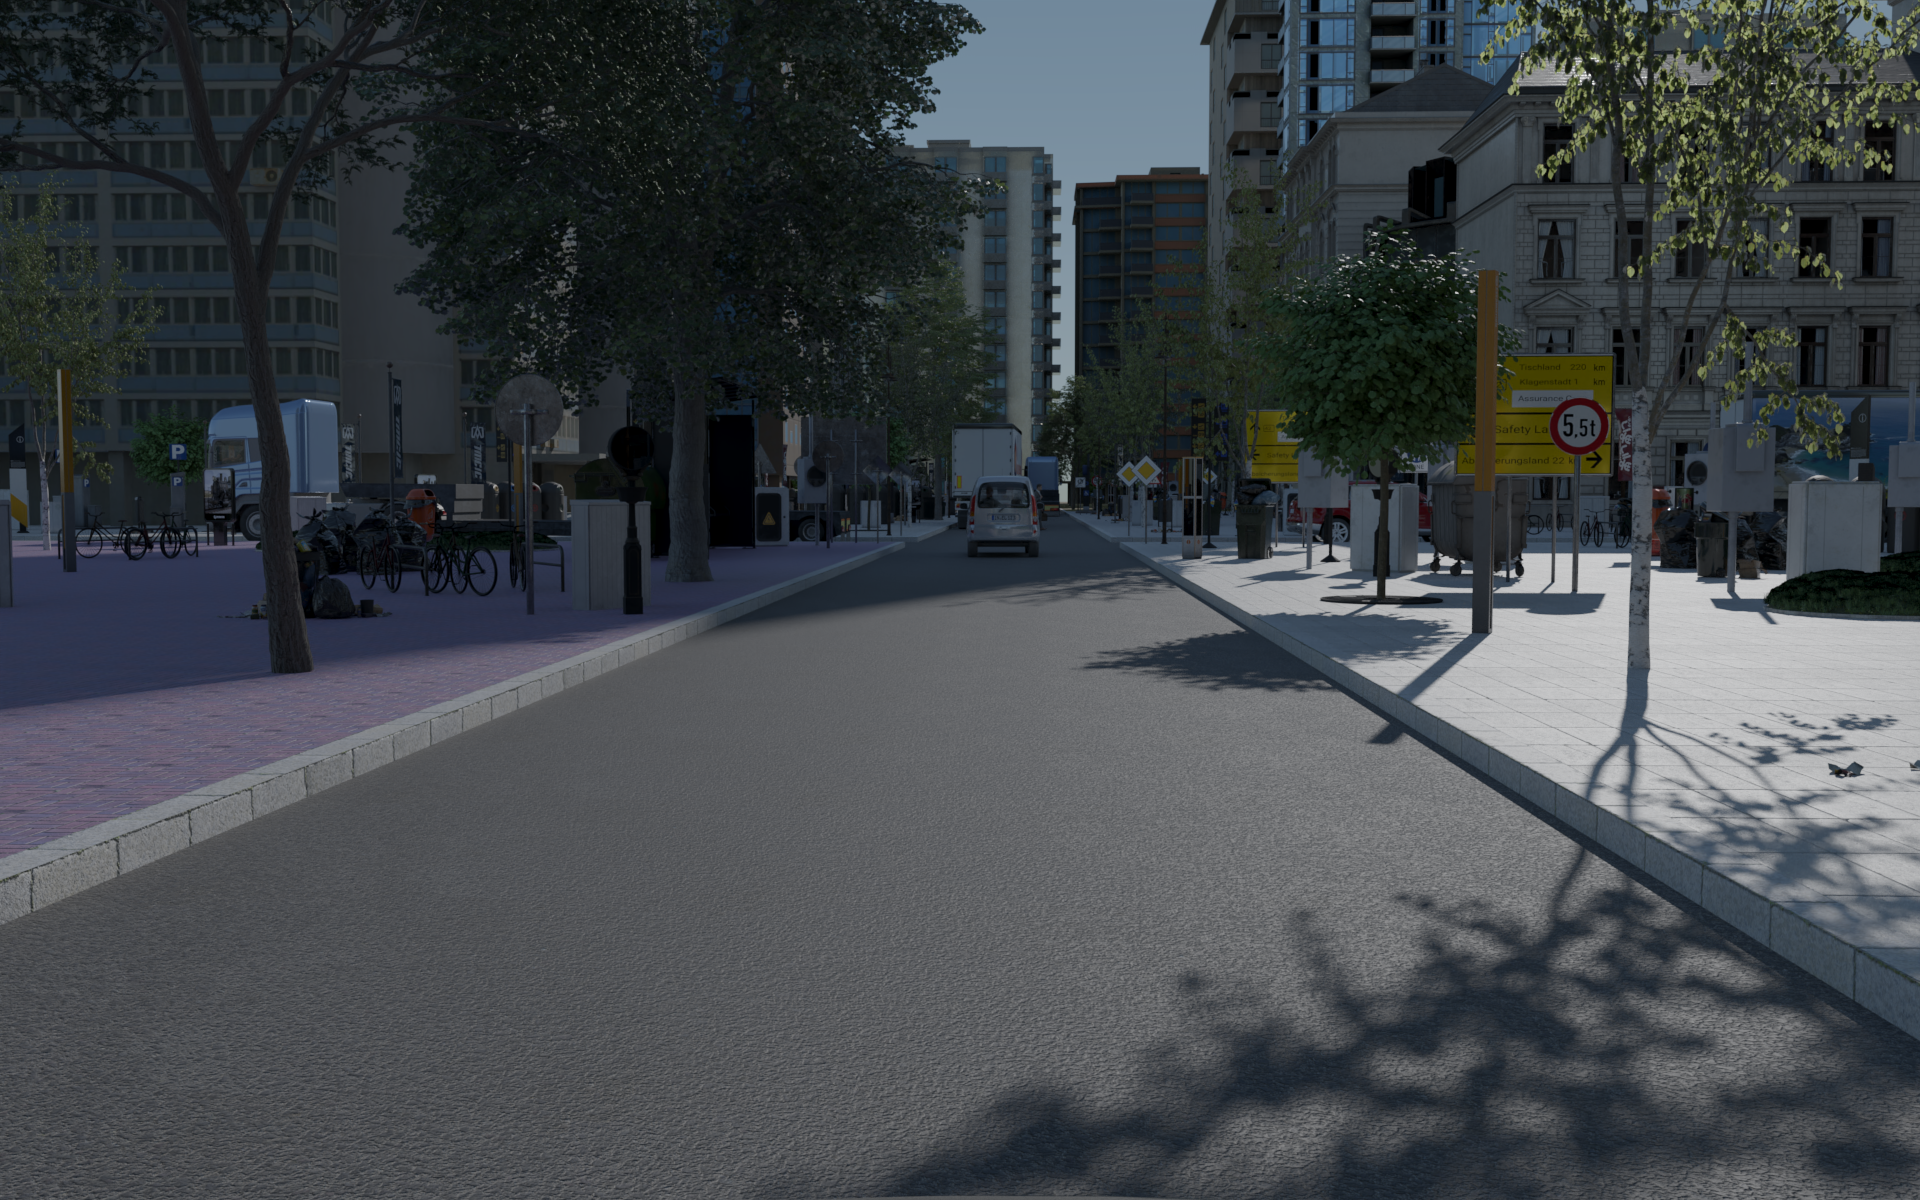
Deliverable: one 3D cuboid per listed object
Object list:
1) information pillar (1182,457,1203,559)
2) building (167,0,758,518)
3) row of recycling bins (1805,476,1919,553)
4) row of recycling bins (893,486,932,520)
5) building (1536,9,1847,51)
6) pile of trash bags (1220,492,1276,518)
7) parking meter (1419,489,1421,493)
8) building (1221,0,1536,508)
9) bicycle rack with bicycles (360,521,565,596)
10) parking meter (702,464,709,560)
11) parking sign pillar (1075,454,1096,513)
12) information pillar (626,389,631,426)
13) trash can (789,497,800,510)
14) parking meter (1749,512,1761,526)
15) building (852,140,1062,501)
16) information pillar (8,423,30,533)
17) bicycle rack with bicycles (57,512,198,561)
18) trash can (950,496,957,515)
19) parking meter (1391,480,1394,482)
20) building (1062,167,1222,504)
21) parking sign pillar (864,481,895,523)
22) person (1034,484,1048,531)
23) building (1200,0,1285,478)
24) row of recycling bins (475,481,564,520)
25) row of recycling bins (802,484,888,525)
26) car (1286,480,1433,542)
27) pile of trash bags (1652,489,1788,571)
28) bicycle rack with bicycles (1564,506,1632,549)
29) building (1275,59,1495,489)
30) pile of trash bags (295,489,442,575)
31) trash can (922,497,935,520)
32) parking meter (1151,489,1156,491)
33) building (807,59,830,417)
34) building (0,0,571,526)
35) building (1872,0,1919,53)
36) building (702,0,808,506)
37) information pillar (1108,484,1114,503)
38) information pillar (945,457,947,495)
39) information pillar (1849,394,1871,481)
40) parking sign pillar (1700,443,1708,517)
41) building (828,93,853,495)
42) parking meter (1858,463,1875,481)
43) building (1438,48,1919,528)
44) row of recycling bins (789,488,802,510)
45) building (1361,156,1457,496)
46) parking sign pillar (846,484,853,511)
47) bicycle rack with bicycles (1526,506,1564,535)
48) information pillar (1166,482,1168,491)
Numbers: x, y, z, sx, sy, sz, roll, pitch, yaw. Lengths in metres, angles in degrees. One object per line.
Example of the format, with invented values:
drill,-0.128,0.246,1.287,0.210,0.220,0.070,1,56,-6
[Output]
information pillar,4.598,-1.821,34.257,0.304,2.012,0.304,3,4,37
building,-30.184,-25.841,114.383,32.217,40.220,23.993,0,4,2
row of recycling bins,20.206,-1.880,37.846,3.534,1.692,1.069,3,5,43
row of recycling bins,-3.075,-4.943,87.923,3.534,1.692,1.069,1,4,19
building,71.112,-33.946,174.622,30.456,49.044,23.786,0,4,2
pile of trash bags,15.378,-5.070,92.654,3.447,1.369,1.912,1,4,19
parking meter,19.738,-4.064,74.857,0.372,1.533,0.369,0,3,0
building,35.018,-50.849,144.056,22.319,86.520,31.000,0,4,2
bicycle rack with bicycles,-6.453,-0.575,22.787,2.852,0.926,2.925,-2,4,-30
parking meter,-5.126,-1.720,33.829,0.399,1.863,0.255,2,4,29
parking sign pillar,8.419,-7.761,115.368,1.447,3.967,1.447,0,4,4
information pillar,-7.364,-2.886,38.547,0.183,3.616,0.504,-1,4,-10
trash can,-8.543,-4.634,87.425,0.748,1.137,0.748,0,3,0
parking meter,19.030,-2.012,41.300,0.372,1.533,0.369,0,3,0
building,-1.518,-37.747,236.773,30.456,49.044,23.786,0,4,2
information pillar,-30.839,-3.998,56.729,0.504,3.616,0.183,-3,5,-41
bicycle rack with bicycles,-16.459,-1.308,34.768,2.852,0.926,2.925,1,4,20
trash can,-0.492,-5.681,104.542,0.748,1.137,0.748,0,3,0
parking meter,15.135,-3.395,61.220,0.399,1.863,0.255,2,4,34
building,28.097,-35.480,234.714,28.867,44.769,22.147,0,4,2
parking sign pillar,-3.591,-5.346,75.873,1.447,3.967,1.447,1,4,14
person,3.022,-3.640,67.986,0.822,1.834,0.622,0,4,5
building,39.666,-35.772,174.111,28.713,52.752,27.495,0,4,2
row of recycling bins,-14.709,-3.086,57.573,1.069,1.692,3.534,3,4,37
row of recycling bins,-4.758,-4.043,73.213,3.534,1.692,1.069,0,4,2
car,11.660,-2.380,47.590,5.304,1.827,2.281,0,4,0
pile of trash bags,13.017,-1.262,30.382,1.912,1.369,3.447,-1,4,-13
bicycle rack with bicycles,16.272,-1.710,41.335,2.852,0.926,2.925,0,4,8
building,29.175,-20.003,114.442,14.401,28.519,23.554,0,4,2
pile of trash bags,-9.677,-1.172,28.908,1.912,1.369,3.447,1,4,10
trash can,-1.524,-4.555,86.120,0.748,1.137,0.748,0,3,0
parking meter,12.901,-6.706,115.360,0.399,1.863,0.255,0,4,-5
building,-19.037,-28.504,149.636,14.154,41.232,14.086,0,4,2
building,-31.181,-23.659,78.699,32.217,40.220,23.993,0,4,2
building,52.109,-17.317,70.518,23.554,28.519,14.401,0,4,2
building,-19.769,-29.682,135.413,14.600,45.320,14.200,0,4,2
information pillar,10.929,-7.390,125.314,0.304,2.012,0.304,-2,4,-35
information pillar,-0.900,-7.236,109.662,0.183,3.616,0.504,0,4,3
information pillar,21.216,-3.027,40.850,0.183,3.616,0.504,-1,4,-22
parking sign pillar,27.483,-4.553,62.910,1.447,3.967,1.447,-2,4,-32
building,-22.256,-45.340,179.561,20.611,71.187,20.563,0,4,2
parking meter,17.005,-1.641,32.537,0.255,1.863,0.399,2,4,33
building,30.204,-12.570,70.141,19.286,19.102,10.561,0,4,2
row of recycling bins,-11.167,-6.970,121.075,3.534,1.692,1.069,0,4,8
building,30.145,-13.839,93.718,16.820,18.784,16.811,0,4,2
parking sign pillar,-6.935,-7.595,112.656,1.447,3.967,1.447,-2,4,-27
bicycle rack with bicycles,17.396,-2.578,55.527,2.852,0.926,2.925,-3,5,-43
information pillar,12.423,-6.141,104.900,0.304,2.012,0.304,0,4,-7
